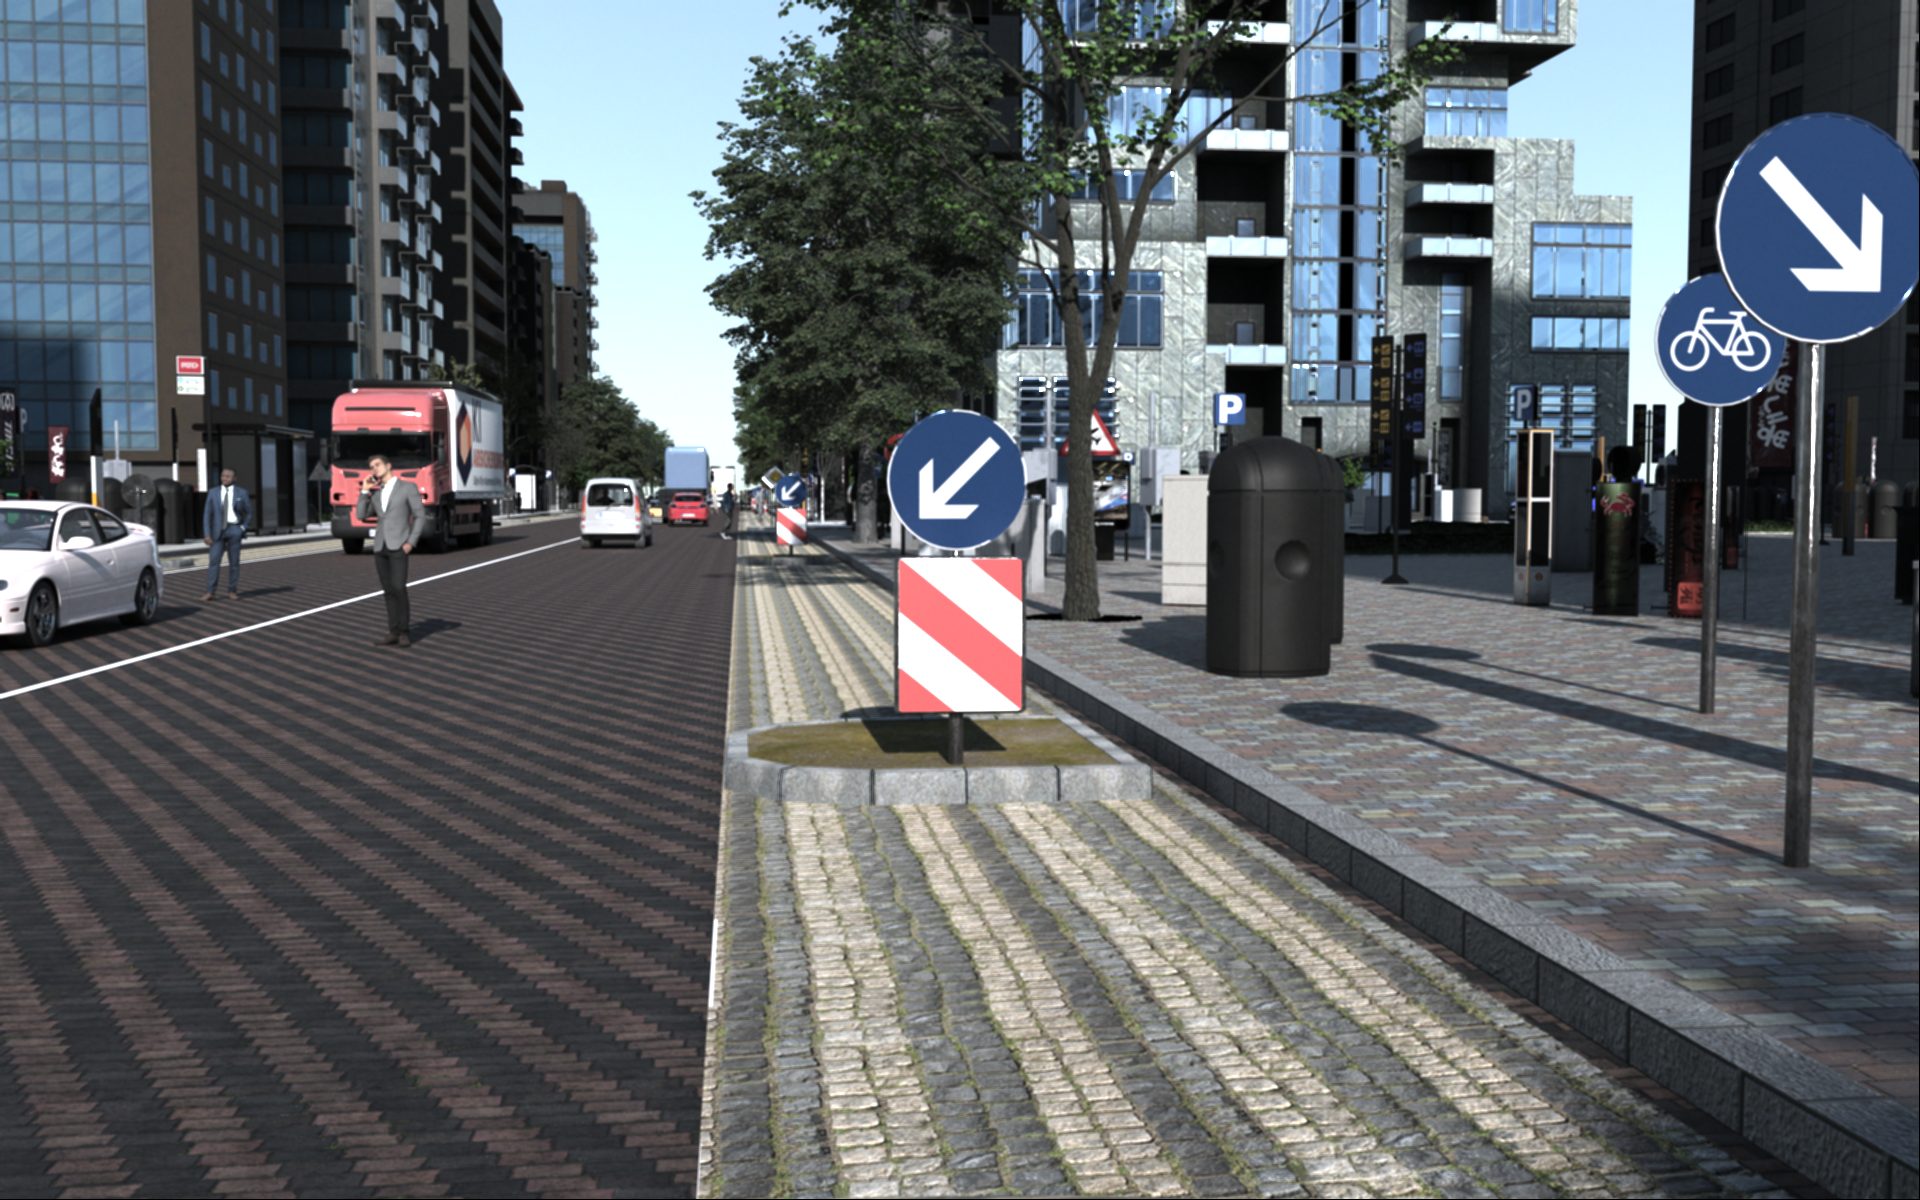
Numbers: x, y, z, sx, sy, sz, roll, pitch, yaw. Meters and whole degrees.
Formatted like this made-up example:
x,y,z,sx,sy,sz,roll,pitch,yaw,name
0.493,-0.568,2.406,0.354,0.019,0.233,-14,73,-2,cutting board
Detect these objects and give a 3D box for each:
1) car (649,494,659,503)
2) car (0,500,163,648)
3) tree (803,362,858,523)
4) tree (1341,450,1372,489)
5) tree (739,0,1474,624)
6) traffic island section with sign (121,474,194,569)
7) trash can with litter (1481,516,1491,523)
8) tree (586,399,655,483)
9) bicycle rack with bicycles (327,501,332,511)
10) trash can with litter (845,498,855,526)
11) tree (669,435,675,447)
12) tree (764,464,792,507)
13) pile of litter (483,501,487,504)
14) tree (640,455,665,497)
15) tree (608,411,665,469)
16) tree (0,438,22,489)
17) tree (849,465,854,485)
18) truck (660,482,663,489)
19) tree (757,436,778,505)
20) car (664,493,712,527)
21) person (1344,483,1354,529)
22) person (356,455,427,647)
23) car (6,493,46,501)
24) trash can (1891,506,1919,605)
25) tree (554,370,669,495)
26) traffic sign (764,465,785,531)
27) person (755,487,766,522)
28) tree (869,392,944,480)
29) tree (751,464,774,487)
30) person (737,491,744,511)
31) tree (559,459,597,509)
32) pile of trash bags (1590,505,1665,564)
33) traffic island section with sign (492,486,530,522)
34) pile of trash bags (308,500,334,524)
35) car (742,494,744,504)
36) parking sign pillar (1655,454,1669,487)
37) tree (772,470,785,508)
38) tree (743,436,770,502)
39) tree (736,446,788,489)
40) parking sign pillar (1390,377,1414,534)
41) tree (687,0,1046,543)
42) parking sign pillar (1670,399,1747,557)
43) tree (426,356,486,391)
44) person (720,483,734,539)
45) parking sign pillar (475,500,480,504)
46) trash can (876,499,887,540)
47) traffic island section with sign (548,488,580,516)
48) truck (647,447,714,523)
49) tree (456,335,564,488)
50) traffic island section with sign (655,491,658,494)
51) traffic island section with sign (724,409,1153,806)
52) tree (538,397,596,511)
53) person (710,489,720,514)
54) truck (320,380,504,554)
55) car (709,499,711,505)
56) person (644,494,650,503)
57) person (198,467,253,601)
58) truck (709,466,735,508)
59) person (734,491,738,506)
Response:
x,y,z,sx,sy,sz,roll,pitch,yaw,name
-28.509,-9.212,162.624,2.014,1.417,4.499,-1,4,-8,car
-9.646,-0.316,17.536,2.083,1.381,4.827,0,4,-7,car
-5.842,-7.705,76.346,4.360,8.622,3.978,0,3,0,tree
17.273,-5.050,77.170,1.663,3.219,1.824,0,3,0,tree
1.374,-5.607,17.431,9.928,11.665,9.643,0,3,0,tree
-16.071,-1.528,33.604,1.989,1.847,2.006,0,4,-7,traffic island section with sign
23.238,-4.047,77.559,1.055,1.170,0.624,2,4,27,trash can with litter
-40.742,-17.569,204.264,9.611,12.733,9.660,0,3,0,tree
-30.696,-4.515,87.209,2.852,0.926,2.925,-2,4,-24,bicycle rack with bicycles
-4.260,-3.581,69.938,0.624,1.170,1.055,-1,4,-22,trash can with litter
-51.233,-23.329,288.084,9.857,13.997,8.962,0,3,0,tree
-18.214,-11.597,173.331,4.285,4.588,4.351,0,3,0,tree
-28.818,-5.579,105.183,1.719,0.858,1.176,2,4,26,pile of litter
-48.147,-20.219,264.984,7.601,10.594,8.767,2,4,26,tree
-45.181,-19.934,236.283,12.009,13.543,11.850,0,3,0,tree
-18.392,-2.304,32.265,1.663,3.219,1.824,0,3,0,tree
-6.714,-6.386,99.014,1.663,3.219,1.824,0,3,0,tree
-33.724,-12.840,205.852,3.469,3.379,9.791,0,4,-8,truck
-21.707,-15.386,201.931,4.737,8.622,4.395,0,3,0,tree
-12.197,-4.201,77.733,2.155,1.783,4.494,-1,4,-9,car
15.241,-3.641,67.836,0.447,1.846,0.655,0,4,-7,person
-5.378,-0.471,16.388,0.592,1.802,0.473,2,4,34,person
-33.181,-3.203,61.158,4.718,1.807,1.959,0,4,-7,car
11.190,-0.515,20.072,0.748,1.137,0.748,0,3,0,trash can
-37.006,-16.604,178.133,9.857,13.997,8.962,0,3,0,tree
-6.397,-3.453,60.095,0.795,2.450,0.064,0,4,-7,traffic sign
-10.141,-4.864,88.118,0.391,1.810,0.635,2,4,25,person
-0.707,-2.354,33.091,1.663,3.219,1.824,0,3,0,tree
-29.694,-18.973,260.577,4.360,8.622,3.978,0,3,0,tree
-18.861,-8.532,148.724,0.721,1.735,1.217,-2,4,-32,person
-32.461,-9.987,146.995,4.285,4.588,4.351,0,3,0,tree
11.330,-1.327,31.449,3.447,1.369,1.912,-3,5,-42,pile of trash bags
-22.971,-4.864,88.156,1.989,1.847,2.006,0,4,-7,traffic island section with sign
-28.011,-3.942,74.207,3.447,1.369,1.912,-3,5,-40,pile of trash bags
-29.377,-14.153,240.191,1.959,1.807,4.718,0,4,-6,car
42.159,-7.040,103.579,1.447,3.967,1.447,-2,4,-30,parking sign pillar
-13.841,-8.591,135.063,1.663,3.219,1.824,0,3,0,tree
-30.064,-21.458,268.960,7.486,12.596,7.792,0,3,0,tree
-32.894,-22.877,291.045,9.611,12.733,9.660,0,3,0,tree
10.309,-3.178,40.435,1.447,3.967,1.447,1,4,12,parking sign pillar
-2.522,-8.479,45.293,9.857,13.997,8.962,0,3,0,tree
15.455,-2.885,35.639,1.447,3.967,1.447,2,4,24,parking sign pillar
-26.895,-8.640,91.634,4.737,8.622,4.395,0,3,0,tree
-7.363,-2.813,54.829,0.444,1.785,0.601,2,4,25,person
-27.223,-6.609,96.535,1.447,3.967,1.447,2,4,33,parking sign pillar
-2.424,-2.278,48.895,0.748,1.137,0.748,0,3,0,trash can
-26.485,-6.557,115.839,1.989,1.847,2.006,0,4,-7,traffic island section with sign
-14.985,-6.279,92.419,2.967,4.110,18.799,0,4,-5,truck
-27.278,-10.276,102.427,8.767,10.594,7.601,2,4,25,tree
-43.129,-14.597,247.289,1.989,1.847,2.006,0,4,-7,traffic island section with sign
-0.210,-0.016,8.882,1.989,1.847,2.006,0,4,-7,traffic island section with sign
-31.375,-11.504,138.453,4.360,8.622,3.978,0,3,0,tree
-17.520,-7.034,123.864,0.624,1.780,0.694,3,5,42,person
-13.909,-3.421,44.843,2.839,4.237,11.283,0,4,-6,truck
-29.981,-12.048,206.567,1.945,1.707,3.694,0,4,-7,car
-27.213,-8.473,150.226,0.799,1.438,0.628,1,4,15,person
-9.922,-0.899,23.386,0.721,1.800,0.419,-2,4,-25,person
-24.693,-11.670,179.713,2.839,4.237,11.283,-1,4,-8,truck
-26.649,-12.005,205.314,0.617,1.759,0.750,1,4,9,person
